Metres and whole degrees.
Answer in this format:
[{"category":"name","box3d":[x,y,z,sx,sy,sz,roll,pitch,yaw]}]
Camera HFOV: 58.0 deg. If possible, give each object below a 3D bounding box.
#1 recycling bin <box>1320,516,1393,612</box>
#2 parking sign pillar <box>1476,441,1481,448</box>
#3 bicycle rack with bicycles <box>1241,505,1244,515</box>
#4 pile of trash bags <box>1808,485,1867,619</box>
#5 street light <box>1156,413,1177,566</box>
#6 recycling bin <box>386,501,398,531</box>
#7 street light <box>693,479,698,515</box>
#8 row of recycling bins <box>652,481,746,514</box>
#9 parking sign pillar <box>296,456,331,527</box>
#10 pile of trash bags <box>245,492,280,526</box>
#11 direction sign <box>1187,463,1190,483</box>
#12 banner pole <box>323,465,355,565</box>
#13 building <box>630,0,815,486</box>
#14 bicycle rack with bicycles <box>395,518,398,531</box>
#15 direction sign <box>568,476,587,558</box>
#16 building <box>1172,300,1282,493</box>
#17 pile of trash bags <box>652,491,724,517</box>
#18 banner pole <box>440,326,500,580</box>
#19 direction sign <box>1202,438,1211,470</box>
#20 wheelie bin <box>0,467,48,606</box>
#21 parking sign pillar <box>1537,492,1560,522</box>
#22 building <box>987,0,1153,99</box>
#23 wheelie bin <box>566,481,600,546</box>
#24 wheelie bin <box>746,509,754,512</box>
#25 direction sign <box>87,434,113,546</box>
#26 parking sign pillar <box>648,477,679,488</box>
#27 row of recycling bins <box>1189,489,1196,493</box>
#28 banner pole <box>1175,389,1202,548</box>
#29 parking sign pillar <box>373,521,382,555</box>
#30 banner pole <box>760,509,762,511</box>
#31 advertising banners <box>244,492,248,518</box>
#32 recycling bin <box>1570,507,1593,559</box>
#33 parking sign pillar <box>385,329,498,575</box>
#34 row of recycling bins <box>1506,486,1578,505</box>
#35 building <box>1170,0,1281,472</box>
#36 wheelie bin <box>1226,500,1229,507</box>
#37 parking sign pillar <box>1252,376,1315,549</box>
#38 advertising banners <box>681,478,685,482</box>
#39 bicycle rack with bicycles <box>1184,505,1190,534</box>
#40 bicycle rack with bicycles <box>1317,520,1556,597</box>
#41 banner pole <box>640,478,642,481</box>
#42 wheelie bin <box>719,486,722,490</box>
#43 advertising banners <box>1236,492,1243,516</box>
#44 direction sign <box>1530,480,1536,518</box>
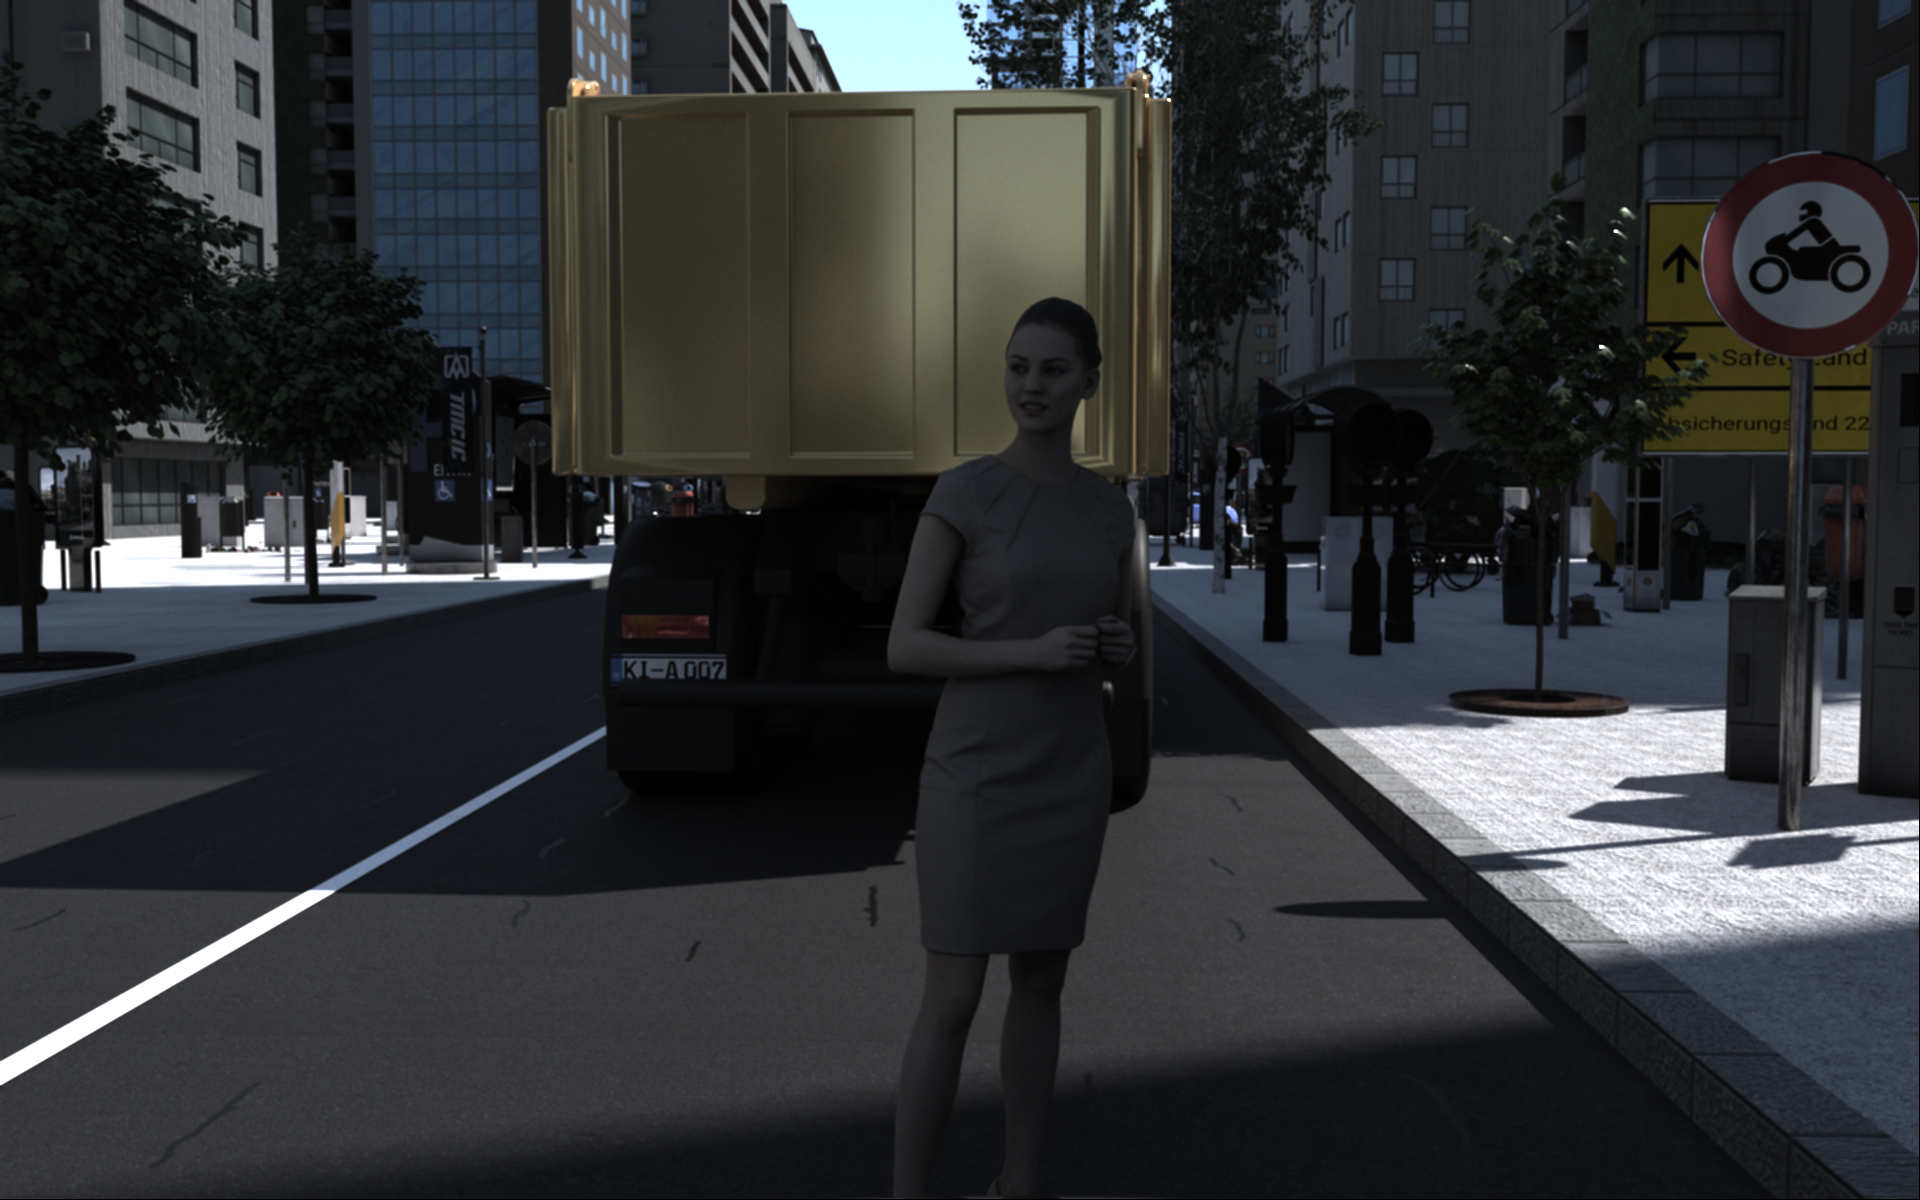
[{"category":"recycling bin","box3d":[4.401,-0.409,19.249,0.722,1.027,0.722,0,4,7]},{"category":"parking sign pillar","box3d":[25.211,-5.964,85.976,1.447,3.967,1.447,1,4,23]},{"category":"bicycle rack with bicycles","box3d":[18.678,-5.635,105.516,2.852,0.926,2.925,-3,5,-45]},{"category":"pile of trash bags","box3d":[9.541,-0.496,17.859,1.912,1.369,3.447,3,5,40]},{"category":"street light","box3d":[3.140,-3.558,30.716,1.470,5.913,1.316,0,4,2]},{"category":"recycling bin","box3d":[-19.750,-2.958,60.913,0.722,1.027,0.722,0,4,8]},{"category":"street light","box3d":[-5.526,-4.101,39.600,1.470,5.913,1.316,0,4,2]},{"category":"row of recycling bins","box3d":[-8.802,-3.095,57.713,3.534,1.692,1.069,-2,4,-35]},{"category":"parking sign pillar","box3d":[-25.199,-4.843,67.660,1.447,3.967,1.447,-2,4,-33]},{"category":"pile of trash bags","box3d":[-29.096,-3.660,69.593,3.447,1.369,1.912,-2,4,-27]},{"category":"direction sign","box3d":[17.068,-8.262,127.088,0.876,3.537,0.379,1,4,20]},{"category":"banner pole","box3d":[-11.395,-2.533,31.425,0.863,3.779,0.401,2,4,27]},{"category":"building","box3d":[-25.748,-33.218,166.821,21.300,48.544,21.600,0,4,2]},{"category":"bicycle rack with bicycles","box3d":[-16.645,-2.635,56.469,2.925,0.926,2.852,3,5,42]},{"category":"direction sign","box3d":[-7.656,-2.603,34.551,0.876,3.537,0.379,-2,4,-32]},{"category":"building","box3d":[37.352,-20.562,181.223,27.650,21.520,28.899,0,4,2]},{"category":"pile of trash bags","box3d":[-7.212,-2.208,45.850,1.912,1.369,3.447,0,4,-2]},{"category":"banner pole","box3d":[-7.345,-2.195,25.913,0.863,3.779,0.401,0,4,-2]},{"category":"direction sign","box3d":[9.957,-4.770,69.979,0.379,3.537,0.876,-1,4,-13]},{"category":"wheelie bin","box3d":[-11.002,-0.742,20.038,0.980,1.594,0.693,3,5,40]},{"category":"parking sign pillar","box3d":[23.112,-4.818,67.242,1.447,3.967,1.447,0,4,-1]},{"category":"building","box3d":[15.801,-58.012,261.170,31.000,86.520,22.319,0,4,2]},{"category":"wheelie bin","box3d":[-9.370,-2.145,42.983,0.980,1.594,0.693,2,4,29]},{"category":"wheelie bin","box3d":[-15.095,-7.159,124.951,0.693,1.594,0.980,2,4,34]},{"category":"direction sign","box3d":[-21.411,-3.128,43.147,0.379,3.537,0.876,1,4,15]},{"category":"parking sign pillar","box3d":[-11.191,-4.703,65.367,1.447,3.967,1.447,3,4,37]},{"category":"row of recycling bins","box3d":[18.987,-8.086,139.311,3.534,1.692,1.069,-1,4,-10]},{"category":"banner pole","box3d":[5.387,-3.141,41.371,0.863,3.779,0.401,-3,5,-42]},{"category":"parking sign pillar","box3d":[-11.714,-2.959,36.849,1.447,3.967,1.447,-2,4,-24]},{"category":"banner pole","box3d":[-8.030,-4.775,68.086,0.863,3.779,0.401,1,4,19]},{"category":"advertising banners","box3d":[-36.398,-5.554,86.989,0.090,3.025,2.074,1,4,12]},{"category":"recycling bin","box3d":[12.582,-1.359,34.771,0.722,1.027,0.722,-1,4,-14]},{"category":"parking sign pillar","box3d":[-8.297,-2.428,28.163,1.447,3.967,1.447,1,4,12]},{"category":"row of recycling bins","box3d":[29.228,-4.917,87.505,3.534,1.692,1.069,2,4,24]},{"category":"building","box3d":[33.734,-46.889,204.894,20.563,71.187,20.611,0,4,2]},{"category":"wheelie bin","box3d":[12.423,-4.549,82.290,0.980,1.594,0.693,-3,4,-38]},{"category":"parking sign pillar","box3d":[7.382,-3.115,39.400,1.447,3.967,1.447,2,4,25]},{"category":"advertising banners","box3d":[-13.738,-5.606,87.844,0.090,3.025,2.074,-2,4,-32]},{"category":"bicycle rack with bicycles","box3d":[7.517,-2.614,56.129,2.852,0.926,2.925,0,4,6]},{"category":"bicycle rack with bicycles","box3d":[5.972,-0.583,22.921,2.852,0.926,2.925,-3,4,-39]},{"category":"banner pole","box3d":[-18.996,-6.840,101.859,0.863,3.779,0.401,-1,4,-21]},{"category":"wheelie bin","box3d":[-9.704,-3.818,70.329,0.693,1.594,0.980,-1,4,-14]},{"category":"advertising banners","box3d":[14.688,-6.117,96.205,2.074,3.025,0.090,1,4,9]},{"category":"direction sign","box3d":[6.762,-1.738,20.409,0.379,3.537,0.876,0,4,-4]}]
